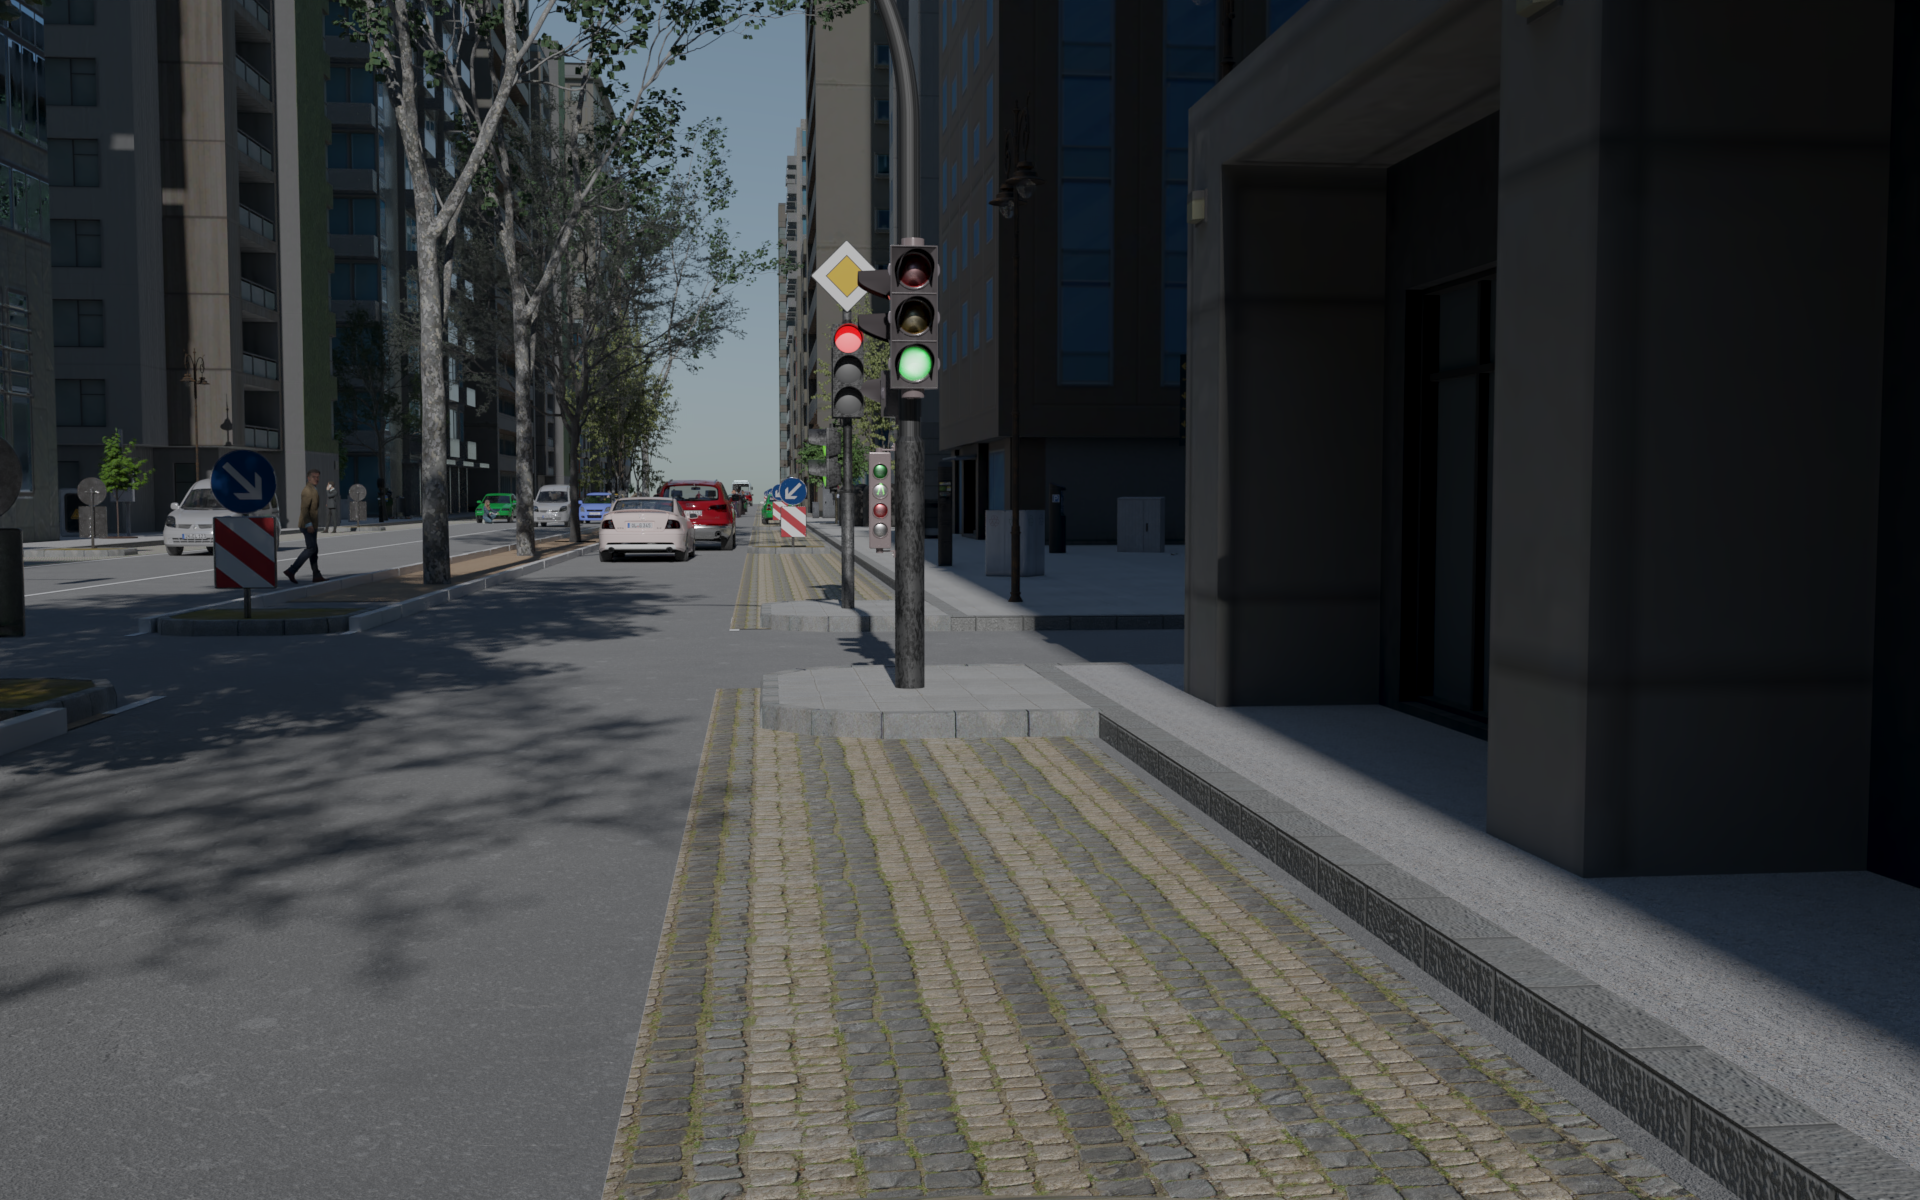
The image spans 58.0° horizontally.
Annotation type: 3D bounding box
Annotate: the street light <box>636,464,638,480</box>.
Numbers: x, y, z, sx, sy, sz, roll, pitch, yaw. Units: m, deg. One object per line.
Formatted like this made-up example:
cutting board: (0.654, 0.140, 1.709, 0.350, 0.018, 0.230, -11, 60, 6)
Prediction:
street light: (-46.354, -16.884, 248.835, 0.468, 5.910, 1.993, 0, 4, -7)

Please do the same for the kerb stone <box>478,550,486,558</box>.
kerb stone: (-10.791, -1.008, 38.678, 0.120, 0.150, 1.000, 0, 4, -7)

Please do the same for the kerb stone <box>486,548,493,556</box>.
kerb stone: (-10.908, -1.062, 39.702, 0.120, 0.150, 1.000, 0, 4, -7)

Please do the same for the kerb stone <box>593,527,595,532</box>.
kerb stone: (-13.728, -2.568, 64.179, 0.120, 0.150, 1.000, 0, 4, -7)

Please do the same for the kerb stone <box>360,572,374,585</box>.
kerb stone: (-9.507, -0.323, 27.484, 0.120, 0.150, 1.000, 0, 4, -7)

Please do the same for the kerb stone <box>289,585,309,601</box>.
kerb stone: (-9.033, -0.074, 23.412, 0.120, 0.150, 1.000, 0, 4, -7)

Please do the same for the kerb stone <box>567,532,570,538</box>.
kerb stone: (-12.789, -2.064, 56.026, 0.120, 0.150, 1.000, 0, 4, -7)

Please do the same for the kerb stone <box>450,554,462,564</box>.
kerb stone: (-10.440, -0.822, 35.630, 0.120, 0.150, 1.000, 0, 4, -7)

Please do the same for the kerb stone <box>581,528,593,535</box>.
kerb stone: (-13.602, -2.505, 63.157, 0.120, 0.150, 1.000, 0, 4, -7)

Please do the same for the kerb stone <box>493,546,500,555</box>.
kerb stone: (-11.020, -1.126, 40.718, 0.120, 0.150, 1.000, 0, 4, -7)

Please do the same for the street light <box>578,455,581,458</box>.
street light: (-36.820, -11.863, 166.741, 0.468, 5.910, 1.993, 0, 4, -7)

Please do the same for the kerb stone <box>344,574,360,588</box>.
kerb stone: (-9.384, -0.261, 26.464, 0.120, 0.150, 1.000, 0, 4, -7)

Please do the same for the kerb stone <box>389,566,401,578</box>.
kerb stone: (-9.739, -0.447, 29.528, 0.120, 0.150, 1.000, 0, 4, -7)

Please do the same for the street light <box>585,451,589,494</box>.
street light: (-37.939, -12.436, 176.111, 0.468, 5.910, 1.993, 0, 4, -7)

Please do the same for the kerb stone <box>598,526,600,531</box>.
kerb stone: (-13.964, -2.692, 66.209, 0.120, 0.150, 1.000, 0, 4, -7)

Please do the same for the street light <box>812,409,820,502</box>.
street light: (-8.171, -7.622, 97.402, 0.468, 5.910, 1.993, 0, 4, -7)

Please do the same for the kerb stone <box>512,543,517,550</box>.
kerb stone: (-11.378, -1.321, 43.796, 0.120, 0.150, 1.000, 0, 4, -7)

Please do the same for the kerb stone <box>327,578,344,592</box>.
kerb stone: (-9.275, -0.199, 25.448, 0.120, 0.150, 1.000, 0, 4, -7)

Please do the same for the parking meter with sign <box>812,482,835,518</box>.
parking meter with sign: (-6.934, -5.829, 91.564, 1.738, 3.016, 0.543, 0, 4, -4)

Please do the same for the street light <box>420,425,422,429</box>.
street light: (-28.221, -7.255, 91.412, 0.468, 5.910, 1.993, 0, 4, -7)

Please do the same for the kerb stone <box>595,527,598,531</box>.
kerb stone: (-13.848, -2.630, 65.193, 0.120, 0.150, 1.000, 0, 4, -7)

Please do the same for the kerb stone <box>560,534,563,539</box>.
kerb stone: (-12.559, -1.943, 53.994, 0.120, 0.150, 1.000, 0, 4, -7)

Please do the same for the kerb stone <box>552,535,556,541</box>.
kerb stone: (-12.314, -1.821, 51.962, 0.120, 0.150, 1.000, 0, 4, -7)

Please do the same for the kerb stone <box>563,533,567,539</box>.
kerb stone: (-12.672, -2.007, 55.010, 0.120, 0.150, 1.000, 0, 4, -7)

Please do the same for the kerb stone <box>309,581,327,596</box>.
kerb stone: (-9.149, -0.133, 24.434, 0.120, 0.150, 1.000, 0, 4, -7)

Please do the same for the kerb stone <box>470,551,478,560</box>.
kerb stone: (-10.676, -0.946, 37.662, 0.120, 0.150, 1.000, 0, 4, -7)

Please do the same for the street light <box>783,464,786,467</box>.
street light: (-21.817, -14.868, 215.872, 0.468, 5.910, 1.993, 0, 4, -7)

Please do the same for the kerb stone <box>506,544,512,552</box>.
kerb stone: (-11.268, -1.258, 42.769, 0.120, 0.150, 1.000, 0, 4, -7)

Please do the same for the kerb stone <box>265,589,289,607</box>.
kerb stone: (-8.911, -0.012, 22.392, 0.120, 0.150, 1.000, 0, 4, -7)

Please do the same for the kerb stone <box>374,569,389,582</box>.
kerb stone: (-9.616, -0.383, 28.501, 0.120, 0.150, 1.000, 0, 4, -7)

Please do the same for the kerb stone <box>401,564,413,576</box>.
kerb stone: (-9.849, -0.511, 30.551, 0.120, 0.150, 1.000, 0, 4, -7)

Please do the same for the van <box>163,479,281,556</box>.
van: (-17.685, -2.115, 41.584, 2.013, 2.044, 4.112, 0, 4, -5)

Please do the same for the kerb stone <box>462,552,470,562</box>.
kerb stone: (-10.560, -0.877, 36.648, 0.120, 0.150, 1.000, 0, 4, -7)

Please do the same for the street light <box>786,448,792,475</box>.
street light: (-17.556, -12.650, 179.615, 0.468, 5.910, 1.993, 0, 4, -7)

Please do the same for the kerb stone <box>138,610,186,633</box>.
kerb stone: (-8.446, 0.237, 18.315, 0.120, 0.150, 1.000, 0, 4, -7)

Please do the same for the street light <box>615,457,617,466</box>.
street light: (-42.185, -14.653, 212.370, 0.468, 5.910, 1.993, 0, 4, -7)

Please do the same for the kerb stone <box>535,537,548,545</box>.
kerb stone: (-12.085, -1.694, 49.927, 0.120, 0.150, 1.000, 0, 4, -7)

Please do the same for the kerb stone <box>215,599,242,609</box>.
kerb stone: (-8.677, 0.113, 20.352, 0.120, 0.150, 1.000, 0, 4, -7)

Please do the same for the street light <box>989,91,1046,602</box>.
street light: (0.662, -2.915, 20.441, 0.468, 5.910, 1.993, 0, 4, -7)

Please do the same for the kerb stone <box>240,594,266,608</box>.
kerb stone: (-8.799, 0.052, 21.370, 0.120, 0.150, 1.000, 0, 4, -7)

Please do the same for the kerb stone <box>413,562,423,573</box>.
kerb stone: (-9.966, -0.570, 31.567, 0.120, 0.150, 1.000, 0, 4, -7)

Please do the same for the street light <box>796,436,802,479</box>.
street light: (-12.418, -9.839, 133.660, 0.468, 5.910, 1.993, 0, 4, -7)

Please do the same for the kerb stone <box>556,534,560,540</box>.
kerb stone: (-12.430, -1.883, 52.980, 0.120, 0.150, 1.000, 0, 4, -7)

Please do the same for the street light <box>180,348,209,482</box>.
street light: (-24.235, -5.028, 54.997, 0.468, 5.910, 1.993, 0, 4, -7)

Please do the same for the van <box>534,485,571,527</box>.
van: (-17.767, -4.220, 76.006, 2.013, 2.044, 4.112, 0, 4, -5)

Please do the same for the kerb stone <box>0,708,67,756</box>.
kerb stone: (-5.363, 0.753, 9.892, 0.120, 0.150, 1.000, 0, 4, -7)

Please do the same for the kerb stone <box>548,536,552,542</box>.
kerb stone: (-12.201, -1.750, 50.947, 0.120, 0.150, 1.000, 0, 4, -7)

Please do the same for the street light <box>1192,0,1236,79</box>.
street light: (1.734, -2.354, 11.277, 0.468, 5.910, 1.993, 0, 4, -7)

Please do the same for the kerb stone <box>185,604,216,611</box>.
kerb stone: (-8.558, 0.175, 19.336, 0.120, 0.150, 1.000, 0, 4, -7)

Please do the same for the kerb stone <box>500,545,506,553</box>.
kerb stone: (-11.141, -1.195, 41.739, 0.120, 0.150, 1.000, 0, 4, -7)
